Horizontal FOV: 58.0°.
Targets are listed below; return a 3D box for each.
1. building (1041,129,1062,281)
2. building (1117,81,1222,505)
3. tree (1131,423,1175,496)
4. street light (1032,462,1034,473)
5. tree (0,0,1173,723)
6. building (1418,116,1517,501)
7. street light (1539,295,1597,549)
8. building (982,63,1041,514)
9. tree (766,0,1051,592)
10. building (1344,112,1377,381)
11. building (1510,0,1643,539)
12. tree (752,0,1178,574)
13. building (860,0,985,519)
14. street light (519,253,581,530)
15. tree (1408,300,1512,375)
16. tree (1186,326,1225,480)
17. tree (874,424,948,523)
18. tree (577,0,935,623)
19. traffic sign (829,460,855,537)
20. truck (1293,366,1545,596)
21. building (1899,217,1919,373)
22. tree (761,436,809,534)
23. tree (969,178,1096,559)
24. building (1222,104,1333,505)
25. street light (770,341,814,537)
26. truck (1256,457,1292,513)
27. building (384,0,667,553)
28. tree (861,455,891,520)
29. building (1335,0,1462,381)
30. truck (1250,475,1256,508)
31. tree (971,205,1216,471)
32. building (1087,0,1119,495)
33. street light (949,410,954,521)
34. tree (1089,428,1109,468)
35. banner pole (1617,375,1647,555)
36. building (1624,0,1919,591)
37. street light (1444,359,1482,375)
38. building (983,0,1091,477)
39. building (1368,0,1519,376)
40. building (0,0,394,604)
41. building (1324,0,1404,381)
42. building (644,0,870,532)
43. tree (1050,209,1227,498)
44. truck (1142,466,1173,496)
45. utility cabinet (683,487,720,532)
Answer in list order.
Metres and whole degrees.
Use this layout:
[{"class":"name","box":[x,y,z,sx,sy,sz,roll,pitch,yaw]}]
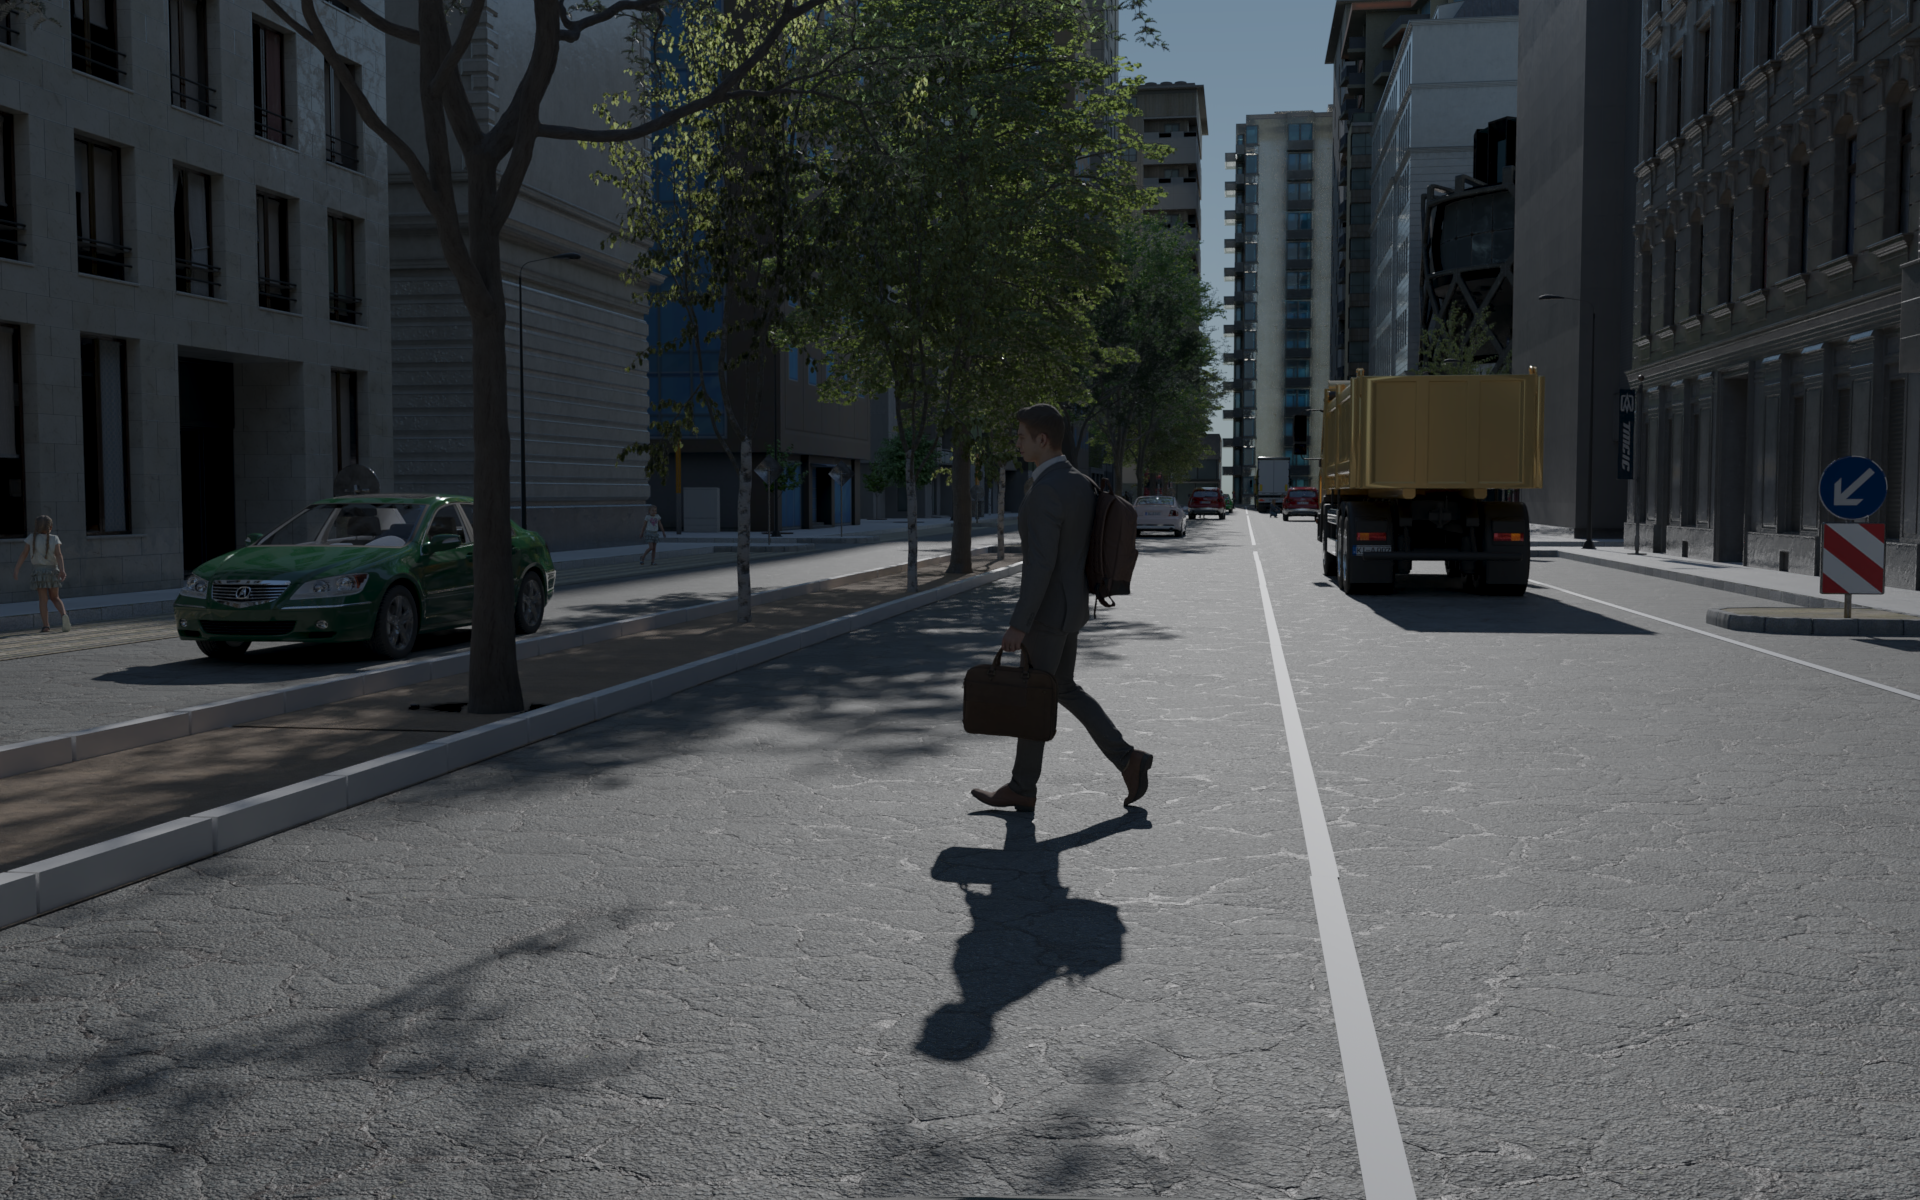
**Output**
[{"class":"building","box":[0.130,-22.165,134.091,14.160,30.474,14.107,1,4,9]},{"class":"building","box":[19.864,-38.774,223.199,27.495,52.752,28.713,1,4,9]},{"class":"tree","box":[11.573,-9.066,101.055,4.360,8.622,3.978,0,3,0]},{"class":"street light","box":[5.386,-8.708,114.909,1.470,5.913,1.316,1,4,9]},{"class":"tree","box":[-3.041,-5.993,10.809,12.009,13.543,11.850,0,3,0]},{"class":"building","box":[30.735,-13.217,83.555,16.820,18.784,16.811,1,4,9]},{"class":"street light","box":[14.181,-4.153,40.435,1.470,5.913,1.316,1,4,9]},{"class":"building","box":[-2.619,-21.058,116.001,14.160,30.474,14.107,1,4,9]},{"class":"tree","box":[-0.688,-4.396,24.686,4.737,8.622,4.395,0,3,0]},{"class":"building","box":[36.717,-22.117,133.315,14.160,30.474,14.107,1,4,9]},{"class":"building","box":[30.197,-15.821,52.177,24.014,27.812,14.314,1,4,9]},{"class":"tree","box":[-0.021,-6.769,31.250,7.486,12.596,7.792,0,3,0]},{"class":"building","box":[-6.614,-25.100,93.976,14.154,41.232,14.086,1,4,9]},{"class":"street light","box":[-7.977,-3.732,33.567,1.470,5.913,1.316,1,4,9]},{"class":"tree","box":[19.360,-7.126,66.879,4.737,8.622,4.395,0,3,0]},{"class":"tree","box":[10.373,-10.594,93.804,7.486,12.596,7.792,0,3,0]},{"class":"tree","box":[-2.230,-5.773,78.109,4.285,4.588,4.351,0,3,0]},{"class":"tree","box":[-2.374,-4.062,19.228,4.360,8.622,3.978,0,3,0]},{"class":"traffic sign","box":[-3.529,-2.931,51.567,0.795,2.450,0.064,1,4,9]},{"class":"truck","box":[7.299,-1.971,28.156,3.469,3.379,9.791,1,4,9]},{"class":"building","box":[16.497,-11.442,6.150,14.314,24.678,30.058,1,4,9]},{"class":"tree","box":[-5.920,-3.719,55.412,1.663,3.219,1.824,0,3,0]},{"class":"tree","box":[0.912,-5.196,37.776,4.360,8.622,3.978,0,3,0]},{"class":"building","box":[48.184,-36.421,215.086,30.456,49.044,23.786,1,4,9]},{"class":"street light","box":[-4.971,-4.837,51.619,1.470,5.913,1.316,1,4,9]},{"class":"truck","box":[24.803,-9.049,136.863,2.839,4.237,11.283,1,4,10]},{"class":"building","box":[-17.785,-12.950,40.605,19.941,23.489,11.050,1,4,9]},{"class":"tree","box":[-4.211,-5.603,86.202,1.663,3.219,1.824,0,3,0]},{"class":"building","box":[44.997,-30.503,153.347,22.147,44.769,28.867,1,4,9]},{"class":"truck","box":[31.134,-10.985,175.530,3.469,3.379,9.791,1,4,9]},{"class":"tree","box":[3.760,-7.157,53.881,8.767,10.594,7.601,1,4,9]},{"class":"building","box":[6.499,-46.025,190.757,20.611,71.187,20.563,1,4,9]},{"class":"street light","box":[0.207,-6.762,83.100,1.470,5.913,1.316,1,4,9]},{"class":"tree","box":[13.729,-13.973,178.819,4.737,8.622,4.395,0,3,0]},{"class":"banner pole","box":[14.123,-2.839,36.441,0.863,3.779,0.401,-2,4,-27]},{"class":"building","box":[18.716,-11.082,30.337,9.793,20.994,18.267,1,4,9]},{"class":"street light","box":[17.323,-5.325,59.609,1.470,5.913,1.316,1,4,9]},{"class":"building","box":[3.595,-30.477,148.410,14.600,45.320,14.200,1,4,9]},{"class":"building","box":[31.796,-20.130,106.618,11.434,29.767,29.804,1,4,9]},{"class":"building","box":[-16.117,-10.201,21.541,10.420,20.320,16.860,1,4,9]},{"class":"building","box":[53.048,-36.184,180.844,28.713,52.752,27.495,1,4,9]},{"class":"building","box":[-11.677,-25.372,64.943,14.600,45.320,14.200,1,4,9]},{"class":"tree","box":[5.817,-8.212,62.478,9.928,11.665,9.643,0,3,0]},{"class":"truck","box":[20.077,-11.413,175.516,2.839,4.237,11.283,1,4,9]},{"class":"utility cabinet","box":[-8.625,-3.009,57.875,1.173,1.500,0.318,1,4,11]}]
